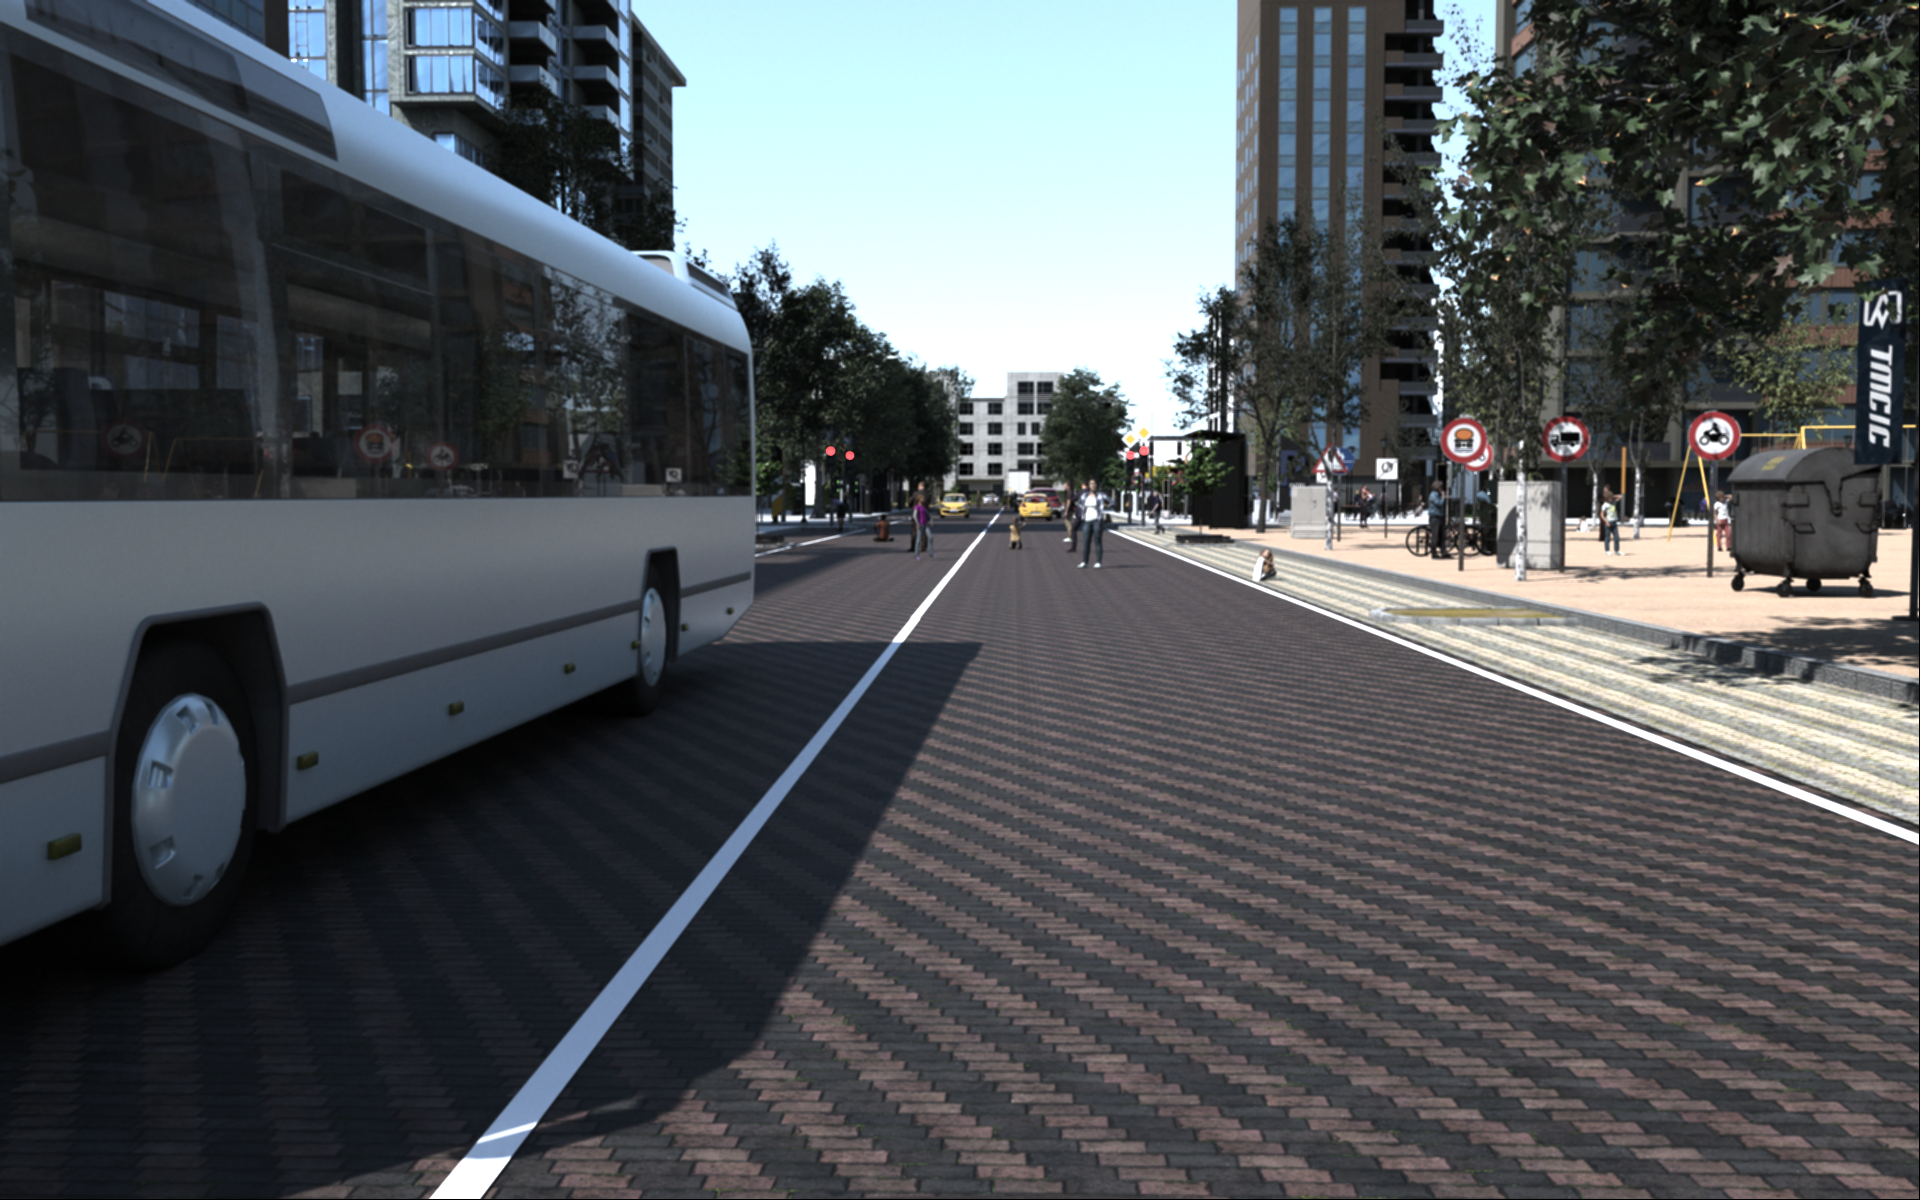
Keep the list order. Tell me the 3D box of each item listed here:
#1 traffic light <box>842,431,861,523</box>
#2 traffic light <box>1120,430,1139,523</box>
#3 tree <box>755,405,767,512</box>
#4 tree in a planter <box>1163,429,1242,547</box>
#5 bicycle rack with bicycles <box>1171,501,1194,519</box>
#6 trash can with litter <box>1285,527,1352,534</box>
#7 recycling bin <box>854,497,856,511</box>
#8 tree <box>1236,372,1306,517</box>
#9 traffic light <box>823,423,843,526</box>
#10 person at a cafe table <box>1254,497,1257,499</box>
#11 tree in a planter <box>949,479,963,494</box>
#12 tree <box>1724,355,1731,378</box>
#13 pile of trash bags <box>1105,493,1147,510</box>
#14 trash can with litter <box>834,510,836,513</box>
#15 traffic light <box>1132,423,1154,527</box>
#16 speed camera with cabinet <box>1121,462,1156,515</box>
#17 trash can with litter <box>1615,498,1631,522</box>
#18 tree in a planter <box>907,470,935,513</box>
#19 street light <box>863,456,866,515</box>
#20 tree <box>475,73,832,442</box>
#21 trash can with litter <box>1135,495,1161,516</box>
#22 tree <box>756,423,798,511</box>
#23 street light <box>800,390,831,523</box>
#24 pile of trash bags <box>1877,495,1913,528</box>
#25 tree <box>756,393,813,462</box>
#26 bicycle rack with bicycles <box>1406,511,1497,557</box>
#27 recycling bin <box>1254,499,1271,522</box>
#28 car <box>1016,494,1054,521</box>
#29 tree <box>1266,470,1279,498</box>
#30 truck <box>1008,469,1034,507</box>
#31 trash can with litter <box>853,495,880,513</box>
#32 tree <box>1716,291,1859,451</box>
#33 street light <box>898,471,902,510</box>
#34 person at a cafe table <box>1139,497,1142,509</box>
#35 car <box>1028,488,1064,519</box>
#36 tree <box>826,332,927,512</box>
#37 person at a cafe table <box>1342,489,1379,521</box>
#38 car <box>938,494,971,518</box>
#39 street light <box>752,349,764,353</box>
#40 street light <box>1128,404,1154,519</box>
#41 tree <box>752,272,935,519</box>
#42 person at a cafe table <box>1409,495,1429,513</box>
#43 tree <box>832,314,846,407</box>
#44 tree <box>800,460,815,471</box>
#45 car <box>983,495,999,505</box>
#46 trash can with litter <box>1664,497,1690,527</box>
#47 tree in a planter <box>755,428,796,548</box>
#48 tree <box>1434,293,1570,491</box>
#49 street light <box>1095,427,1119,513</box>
[{"bbox_3d":[-4.825,-5.367,76.665,0.839,4.253,0.868,0,4,2],"label":"traffic light"},{"bbox_3d":[7.470,-5.344,76.296,0.839,4.253,0.868,0,4,2],"label":"traffic light"},{"bbox_3d":[-14.255,-10.684,125.044,4.737,8.622,4.395,0,3,0],"label":"tree"},{"bbox_3d":[6.595,-3.064,47.312,1.991,3.239,1.994,0,4,2],"label":"tree in a planter"},{"bbox_3d":[12.109,-4.744,90.954,2.925,0.926,2.852,0,4,-1],"label":"bicycle rack with bicycles"},{"bbox_3d":[11.563,-2.774,56.415,1.678,1.210,2.233,-2,4,-33],"label":"trash can with litter"},{"bbox_3d":[-7.503,-7.179,129.930,0.722,1.027,0.722,3,5,44],"label":"recycling bin"},{"bbox_3d":[18.080,-9.077,98.765,4.737,8.622,4.395,0,3,0],"label":"tree"},{"bbox_3d":[-5.076,-4.879,68.684,0.839,4.253,0.868,0,4,2],"label":"traffic light"},{"bbox_3d":[20.497,-7.065,124.020,1.698,1.524,1.622,-3,5,-41],"label":"person at a cafe table"},{"bbox_3d":[-0.486,-12.742,205.551,1.991,3.239,1.994,0,4,2],"label":"tree in a planter"},{"bbox_3d":[19.733,-6.072,49.636,4.360,8.622,3.978,0,3,0],"label":"tree"},{"bbox_3d":[13.017,-7.826,137.702,3.447,1.369,1.912,-1,4,-22],"label":"pile of trash bags"},{"bbox_3d":[-9.582,-7.055,126.736,0.624,1.170,1.055,-1,4,-12],"label":"trash can with litter"},{"bbox_3d":[7.219,-4.856,68.315,0.839,4.253,0.868,0,4,2],"label":"traffic light"},{"bbox_3d":[10.937,-6.845,106.245,2.038,3.252,0.660,2,4,24],"label":"speed camera with cabinet"},{"bbox_3d":[30.137,-4.125,78.825,0.624,1.170,1.055,-1,4,-16],"label":"trash can with litter"},{"bbox_3d":[-2.882,-8.074,129.238,1.991,3.239,1.994,0,4,2],"label":"tree in a planter"},{"bbox_3d":[-5.343,-8.268,107.728,1.470,5.913,1.316,0,4,2],"label":"street light"},{"bbox_3d":[-8.352,-6.387,38.847,7.601,10.594,8.767,1,4,23],"label":"tree"},{"bbox_3d":[11.036,-5.562,102.001,1.678,1.210,2.233,0,4,4],"label":"trash can with litter"},{"bbox_3d":[-15.469,-11.284,134.853,4.360,8.622,3.978,0,3,0],"label":"tree"},{"bbox_3d":[-6.399,-6.380,76.853,1.470,5.913,1.316,0,4,2],"label":"street light"},{"bbox_3d":[35.642,-3.411,65.526,3.447,1.369,1.912,1,4,13],"label":"pile of trash bags"},{"bbox_3d":[-14.783,-13.313,143.427,9.928,11.665,9.643,0,3,0],"label":"tree"},{"bbox_3d":[10.802,-1.410,36.428,2.925,0.926,2.852,1,4,10],"label":"bicycle rack with bicycles"},{"bbox_3d":[14.047,-4.155,80.485,0.722,1.027,0.722,1,4,13],"label":"recycling bin"},{"bbox_3d":[4.025,-5.039,92.606,2.015,1.641,3.980,0,4,1],"label":"car"},{"bbox_3d":[22.055,-7.678,120.131,1.663,3.219,1.824,0,3,0],"label":"tree"},{"bbox_3d":[7.059,-13.017,201.740,2.839,4.237,11.283,0,4,4],"label":"truck"},{"bbox_3d":[-6.604,-6.362,115.080,1.678,1.210,2.233,3,4,37],"label":"trash can with litter"},{"bbox_3d":[25.074,-6.251,52.573,4.737,8.622,4.395,0,3,0],"label":"tree"},{"bbox_3d":[-4.264,-10.166,138.748,1.470,5.913,1.316,0,4,2],"label":"street light"},{"bbox_3d":[13.297,-7.684,134.146,1.622,1.524,1.698,3,4,36],"label":"person at a cafe table"},{"bbox_3d":[5.021,-5.766,102.955,2.281,1.827,5.304,0,4,3],"label":"car"},{"bbox_3d":[-6.042,-12.365,120.302,7.486,12.596,7.792,0,3,0],"label":"tree"},{"bbox_3d":[19.291,-4.578,83.368,1.622,1.524,1.698,0,4,7],"label":"person at a cafe table"},{"bbox_3d":[-0.311,-5.739,104.059,2.015,1.641,3.980,0,4,1],"label":"car"},{"bbox_3d":[-6.962,-5.079,55.588,1.470,5.913,1.316,0,4,2],"label":"street light"},{"bbox_3d":[9.331,-7.134,89.178,1.470,5.913,1.316,0,4,2],"label":"street light"},{"bbox_3d":[-7.329,-10.567,89.782,9.611,12.733,9.660,0,3,0],"label":"tree"},{"bbox_3d":[28.615,-5.877,106.947,1.698,1.238,1.726,0,4,-4],"label":"person at a cafe table"},{"bbox_3d":[-7.584,-7.845,62.678,7.601,10.594,8.767,0,4,7],"label":"tree"},{"bbox_3d":[-14.225,-12.216,150.096,4.360,8.622,3.978,0,3,0],"label":"tree"},{"bbox_3d":[3.985,-12.868,222.750,2.083,1.381,4.827,0,4,3],"label":"car"},{"bbox_3d":[27.887,-3.418,67.275,1.055,1.170,0.624,-3,5,-40],"label":"trash can with litter"},{"bbox_3d":[-5.485,-3.033,46.807,1.991,3.239,1.994,0,4,2],"label":"tree in a planter"},{"bbox_3d":[17.964,-6.585,58.035,4.737,8.622,4.395,0,3,0],"label":"tree"},{"bbox_3d":[10.337,-9.022,120.054,1.470,5.913,1.316,0,4,2],"label":"street light"}]
